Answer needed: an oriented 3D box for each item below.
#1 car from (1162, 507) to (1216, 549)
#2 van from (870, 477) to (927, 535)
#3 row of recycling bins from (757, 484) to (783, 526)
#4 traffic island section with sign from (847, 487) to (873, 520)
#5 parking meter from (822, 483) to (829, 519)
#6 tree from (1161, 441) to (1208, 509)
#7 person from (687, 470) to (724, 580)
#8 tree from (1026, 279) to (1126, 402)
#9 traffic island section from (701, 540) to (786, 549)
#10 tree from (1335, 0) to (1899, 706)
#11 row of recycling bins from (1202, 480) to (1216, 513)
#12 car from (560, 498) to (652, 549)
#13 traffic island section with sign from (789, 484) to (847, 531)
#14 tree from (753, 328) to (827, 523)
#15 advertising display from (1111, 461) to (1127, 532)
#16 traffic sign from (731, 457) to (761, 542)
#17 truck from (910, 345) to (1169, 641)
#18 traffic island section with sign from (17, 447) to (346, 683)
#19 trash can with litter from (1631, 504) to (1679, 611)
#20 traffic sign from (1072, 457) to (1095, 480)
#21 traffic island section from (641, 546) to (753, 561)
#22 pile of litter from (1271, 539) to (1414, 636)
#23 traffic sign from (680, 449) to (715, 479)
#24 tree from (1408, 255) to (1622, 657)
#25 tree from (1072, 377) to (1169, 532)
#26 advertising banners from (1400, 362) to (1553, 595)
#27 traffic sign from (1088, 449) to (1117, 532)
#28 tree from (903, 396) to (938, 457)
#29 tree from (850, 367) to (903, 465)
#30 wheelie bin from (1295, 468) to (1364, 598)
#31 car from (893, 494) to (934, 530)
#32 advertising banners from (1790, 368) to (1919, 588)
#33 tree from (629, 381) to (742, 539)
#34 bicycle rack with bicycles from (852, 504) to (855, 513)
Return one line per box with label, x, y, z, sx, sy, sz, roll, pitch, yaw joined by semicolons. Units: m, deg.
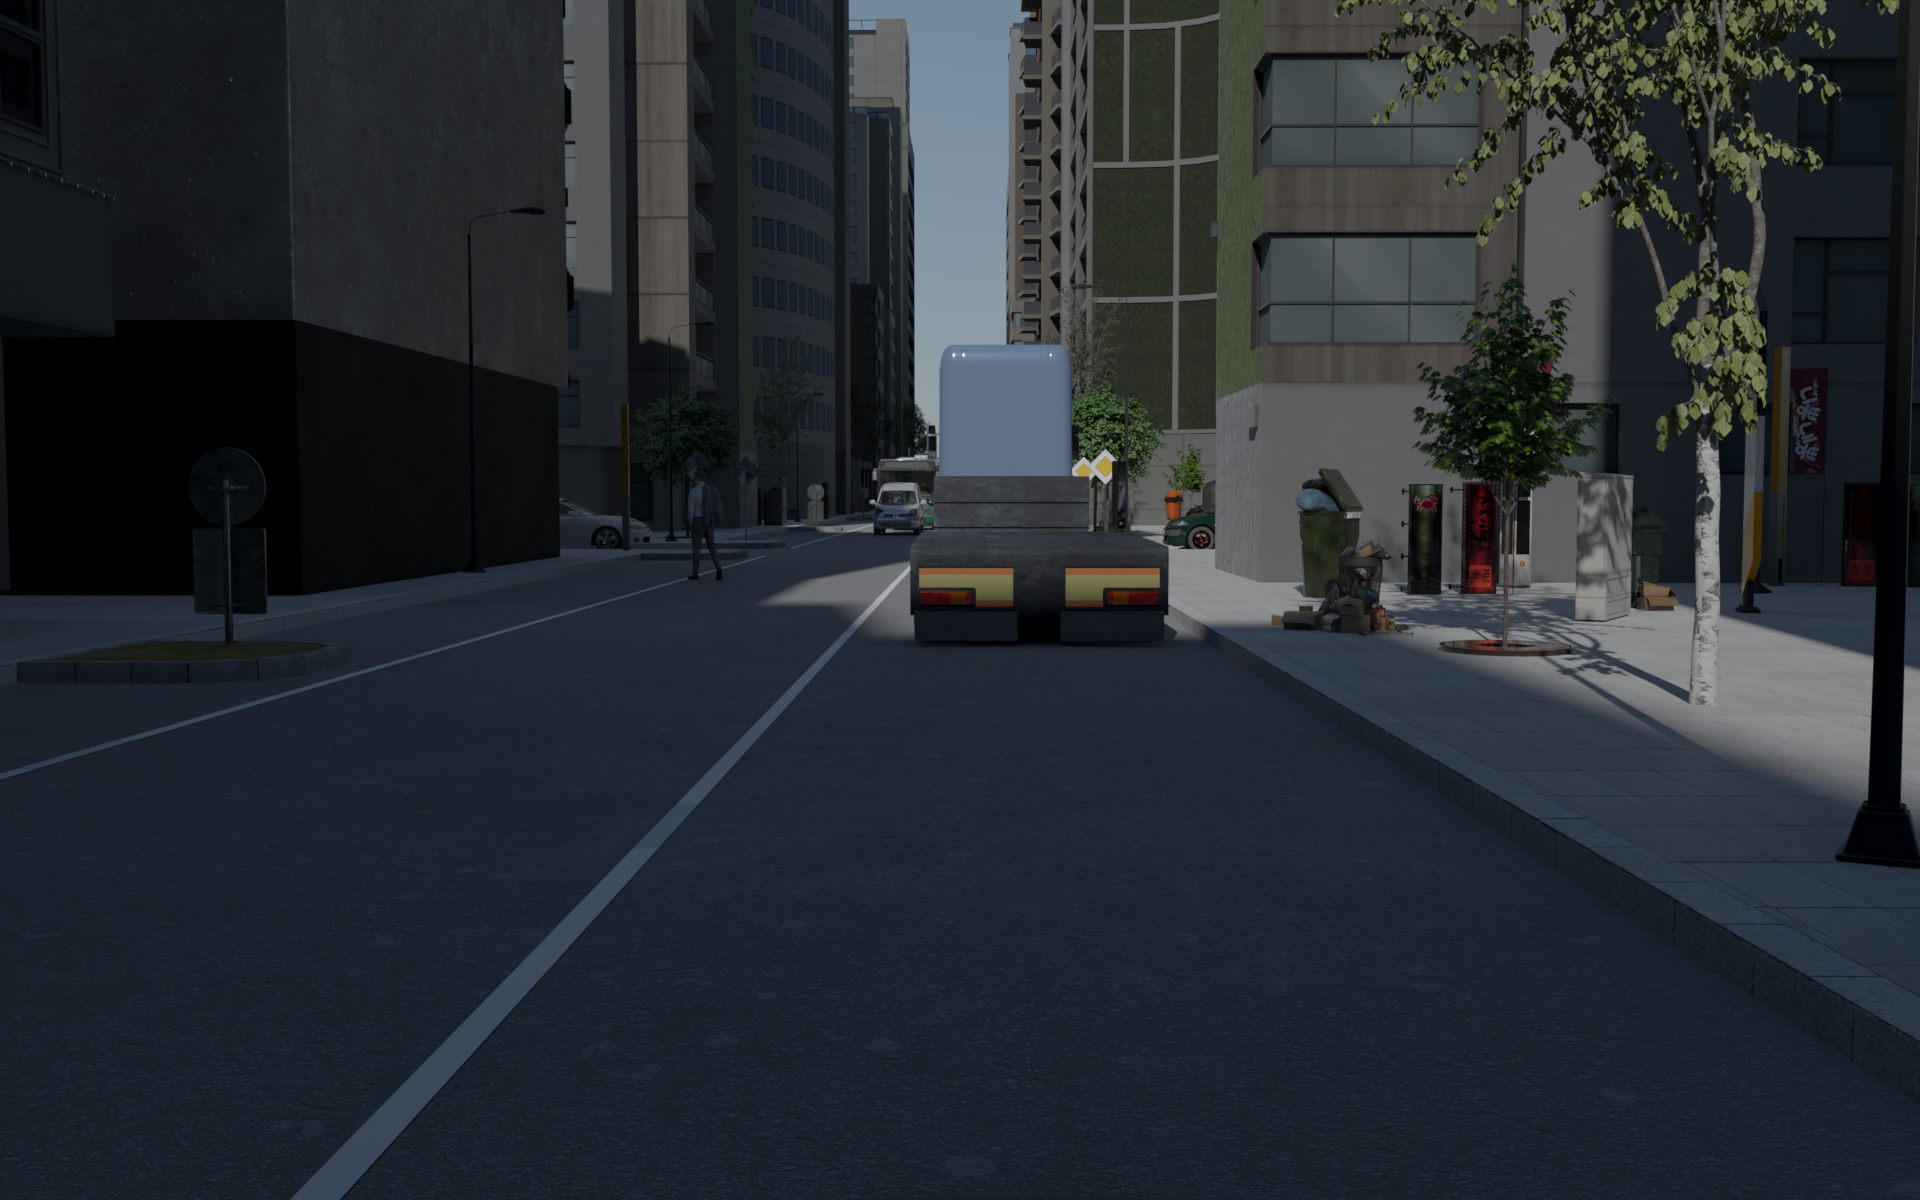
car;7.129;-2.029;42.953;4.222;1.686;2.009;0;4;2
van;-2.163;-3.343;61.676;2.013;2.044;4.112;0;4;1
row of recycling bins;-8.998;-3.909;71.029;3.534;1.692;1.069;0;4;5
traffic island section with sign;-5.266;-5.300;95.282;1.989;1.847;2.006;0;4;1
parking meter;-6.834;-5.033;87.997;0.255;1.863;0.399;1;4;14
tree;8.156;-4.041;60.672;1.663;3.219;1.824;0;3;0
person;-4.234;-1.238;28.836;0.679;1.850;0.850;-3;5;-42
tree;3.888;-6.674;59.480;4.360;8.622;3.978;0;3;0
traffic island section;-5.793;-1.497;46.761;2.009;0.180;2.903;0;4;1
tree;4.301;-3.667;10.313;4.737;8.622;4.395;0;3;0
row of recycling bins;8.525;-2.741;51.933;1.069;1.692;3.534;3;5;43
car;-10.197;-1.911;43.608;4.827;1.381;2.083;0;4;-1
traffic island section with sign;-5.570;-3.588;67.284;1.989;1.847;2.006;0;4;1
tree;-7.921;-7.672;75.802;4.360;8.622;3.978;0;3;0
advertising display;3.099;-1.745;33.740;0.123;1.923;0.974;1;4;15
traffic sign;-5.769;-2.633;46.699;0.795;2.450;0.064;0;4;1
truck;0.793;-2.183;25.458;2.967;4.110;18.799;0;4;0
traffic island section with sign;-6.161;-0.333;14.069;1.989;1.847;2.006;0;4;1
trash can with litter;7.722;-0.488;19.365;0.624;1.170;1.055;0;4;-4
traffic sign;3.324;-2.626;46.577;0.795;2.450;0.064;0;4;1
traffic island section;-5.882;-1.009;38.776;2.009;0.180;2.903;0;4;1
pile of litter;3.614;-0.151;16.429;1.176;0.858;1.719;0;4;-6
traffic sign;-5.858;-2.145;38.714;0.795;2.450;0.064;0;4;1
tree;4.588;-1.193;14.103;1.663;3.219;1.824;0;3;0
tree;4.160;-4.216;52.639;4.285;4.588;4.351;0;3;0
advertising banners;6.615;-1.585;22.096;2.074;3.025;0.090;-1;4;-12
traffic sign;3.235;-2.138;38.592;0.795;2.450;0.064;0;4;1
tree;-6.747;-17.204;198.291;9.611;12.733;9.660;0;3;0
tree;-8.067;-11.212;117.721;8.767;10.594;7.601;0;4;-6
wheelie bin;4.570;-0.832;21.518;0.693;1.594;0.980;2;4;32
car;-1.785;-3.548;69.816;2.131;1.459;4.920;0;4;-1
advertising banners;12.495;-1.694;23.883;2.074;3.025;0.090;1;4;20
tree;-8.041;-4.086;50.512;4.285;4.588;4.351;0;3;0
bicycle rack with bicycles;-8.034;-6.207;114.867;2.852;0.926;2.925;3;5;43
